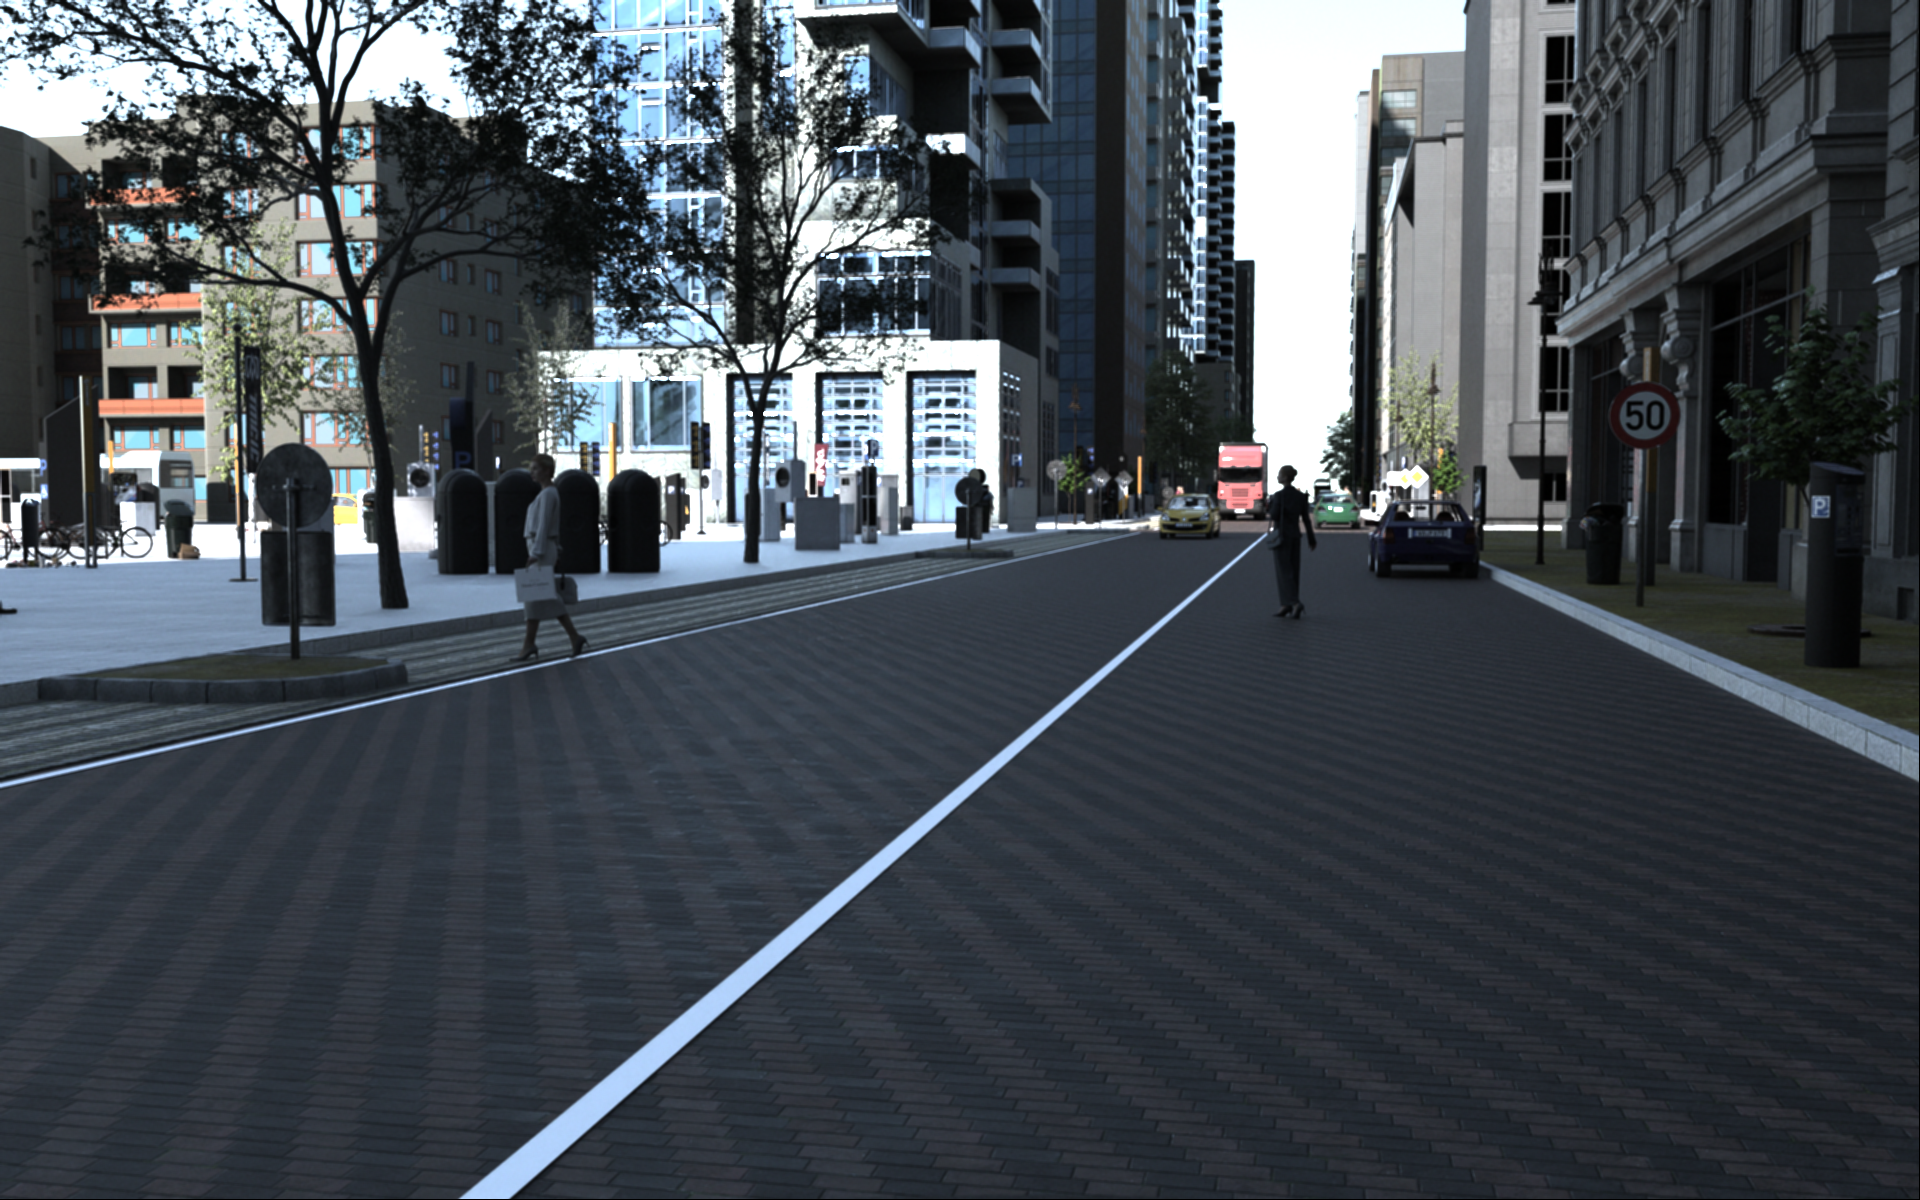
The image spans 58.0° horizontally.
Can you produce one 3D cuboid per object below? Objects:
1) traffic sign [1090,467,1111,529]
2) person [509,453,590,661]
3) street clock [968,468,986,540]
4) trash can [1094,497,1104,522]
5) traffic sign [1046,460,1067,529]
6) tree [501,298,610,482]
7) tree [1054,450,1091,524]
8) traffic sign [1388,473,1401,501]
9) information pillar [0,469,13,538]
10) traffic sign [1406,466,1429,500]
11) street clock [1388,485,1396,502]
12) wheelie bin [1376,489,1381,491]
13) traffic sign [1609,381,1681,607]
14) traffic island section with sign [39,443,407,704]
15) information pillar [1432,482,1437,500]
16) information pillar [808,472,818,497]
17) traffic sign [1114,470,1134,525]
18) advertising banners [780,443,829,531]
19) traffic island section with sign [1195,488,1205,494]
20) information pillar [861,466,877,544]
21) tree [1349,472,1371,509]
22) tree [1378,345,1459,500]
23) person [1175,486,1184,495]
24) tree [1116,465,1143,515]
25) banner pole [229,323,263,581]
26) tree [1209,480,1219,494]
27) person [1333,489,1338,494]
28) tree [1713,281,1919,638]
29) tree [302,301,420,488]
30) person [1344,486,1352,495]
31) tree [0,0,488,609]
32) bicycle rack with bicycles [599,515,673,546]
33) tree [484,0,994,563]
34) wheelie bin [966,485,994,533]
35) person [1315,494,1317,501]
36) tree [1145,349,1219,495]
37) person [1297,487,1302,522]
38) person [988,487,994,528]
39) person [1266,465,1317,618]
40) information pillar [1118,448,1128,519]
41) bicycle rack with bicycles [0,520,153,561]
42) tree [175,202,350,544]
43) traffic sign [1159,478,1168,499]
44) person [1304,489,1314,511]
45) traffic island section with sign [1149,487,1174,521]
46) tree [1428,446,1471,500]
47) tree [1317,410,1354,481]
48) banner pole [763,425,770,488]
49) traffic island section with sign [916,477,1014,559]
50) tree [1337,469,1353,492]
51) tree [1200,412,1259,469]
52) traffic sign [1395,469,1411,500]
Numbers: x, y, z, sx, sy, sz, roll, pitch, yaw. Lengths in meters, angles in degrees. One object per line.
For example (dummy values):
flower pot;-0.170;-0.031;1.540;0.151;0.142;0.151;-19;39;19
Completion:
traffic sign;5.129;-3.647;63.273;0.795;2.450;0.064;1;4;11
person;-3.536;-0.369;14.883;0.624;1.780;0.694;0;4;3
street clock;0.477;-2.689;48.541;0.471;2.002;0.358;3;5;43
trash can;6.188;-4.110;78.850;0.748;1.137;0.748;0;3;0
traffic sign;3.570;-3.920;64.196;0.768;2.556;0.104;1;4;14
tree;-14.963;-6.916;63.433;4.360;8.622;3.978;0;3;0
tree;4.863;-4.903;74.773;1.663;3.219;1.824;0;3;0
traffic sign;20.303;-4.820;80.931;0.606;2.300;0.079;1;4;13
information pillar;-27.669;-2.796;50.200;0.304;2.012;0.304;-2;4;-35
traffic sign;16.094;-3.509;61.022;0.795;2.450;0.064;1;4;11
street clock;20.302;-4.697;81.367;0.358;2.002;0.471;-1;4;-9
wheelie bin;26.242;-6.150;108.461;0.693;1.594;0.980;3;4;36
traffic sign;7.760;-1.198;19.691;0.768;2.556;0.104;1;4;14
traffic island section with sign;-5.219;-0.250;12.723;1.989;1.847;2.006;1;4;11
information pillar;23.128;-4.873;84.160;0.304;2.012;0.304;-2;4;-26
information pillar;-4.933;-3.282;58.153;0.304;2.012;0.304;0;4;-1
traffic sign;6.726;-4.126;71.097;0.795;2.450;0.064;1;4;11
advertising banners;-5.546;-3.899;59.937;2.074;3.025;0.090;0;4;8
traffic island section with sign;16.682;-6.813;120.020;1.989;1.847;2.006;1;4;11
information pillar;-2.358;-2.480;45.046;0.304;2.012;0.304;-3;4;-37
tree;34.461;-9.420;148.623;1.663;3.219;1.824;0;3;0
tree;22.946;-8.333;86.600;4.737;8.622;4.395;0;3;0
person;11.246;-4.890;88.419;0.573;1.828;0.580;-3;5;-43
tree;10.491;-6.775;105.371;1.663;3.219;1.824;0;3;0
banner pole;-10.559;-2.183;25.713;0.401;3.779;0.863;1;4;8
tree;30.557;-12.802;203.905;1.663;3.219;1.824;0;3;0
person;28.503;-7.528;131.391;0.447;1.846;0.655;0;4;4
tree;7.796;-1.306;15.955;1.663;3.219;1.824;0;3;0
tree;-22.310;-7.032;65.333;4.360;8.622;3.978;0;3;0
person;19.229;-4.738;85.884;0.656;1.842;0.836;3;5;39
tree;-6.651;-5.196;19.371;7.601;10.594;8.767;2;4;30
bicycle rack with bicycles;-8.455;-1.818;43.101;2.925;0.926;2.852;1;4;18
tree;-3.867;-5.958;31.828;8.767;10.594;7.601;-1;4;-12
wheelie bin;0.673;-3.019;57.273;0.980;1.594;0.693;-1;4;-20
person;43.066;-12.082;209.265;0.599;1.433;0.991;-1;4;-10
tree;16.372;-13.318;135.877;7.486;12.596;7.792;0;3;0
person;17.490;-4.962;89.835;0.583;1.804;0.606;1;4;9
person;1.080;-3.757;70.023;0.694;1.812;0.767;-2;4;-33
person;3.854;-0.684;20.106;0.534;1.772;0.576;3;4;36
information pillar;8.228;-5.886;87.592;0.504;3.616;0.183;-1;4;-16
bicycle rack with bicycles;-17.616;-1.286;34.402;2.925;0.926;2.852;-1;4;-16
tree;-18.119;-5.757;44.481;4.737;8.622;4.395;0;3;0
traffic sign;12.835;-6.555;109.303;0.606;2.300;0.079;1;4;19
person;30.159;-8.723;150.751;1.348;1.869;0.705;0;4;-1
traffic island section with sign;11.292;-5.198;93.607;1.989;1.847;2.006;1;4;11
tree;19.359;-4.520;68.507;1.663;3.219;1.824;0;3;0
tree;52.028;-19.260;233.019;7.486;12.596;7.792;0;3;0
banner pole;-7.008;-4.445;62.693;0.401;3.779;0.863;-2;4;-24
traffic island section with sign;0.158;-1.866;39.138;1.989;1.847;2.006;1;4;11
tree;50.705;-14.813;225.907;4.285;4.588;4.351;0;3;0
tree;34.466;-17.957;219.347;9.928;11.665;9.643;0;3;0
traffic sign;17.691;-3.988;68.847;0.795;2.450;0.064;1;4;11
